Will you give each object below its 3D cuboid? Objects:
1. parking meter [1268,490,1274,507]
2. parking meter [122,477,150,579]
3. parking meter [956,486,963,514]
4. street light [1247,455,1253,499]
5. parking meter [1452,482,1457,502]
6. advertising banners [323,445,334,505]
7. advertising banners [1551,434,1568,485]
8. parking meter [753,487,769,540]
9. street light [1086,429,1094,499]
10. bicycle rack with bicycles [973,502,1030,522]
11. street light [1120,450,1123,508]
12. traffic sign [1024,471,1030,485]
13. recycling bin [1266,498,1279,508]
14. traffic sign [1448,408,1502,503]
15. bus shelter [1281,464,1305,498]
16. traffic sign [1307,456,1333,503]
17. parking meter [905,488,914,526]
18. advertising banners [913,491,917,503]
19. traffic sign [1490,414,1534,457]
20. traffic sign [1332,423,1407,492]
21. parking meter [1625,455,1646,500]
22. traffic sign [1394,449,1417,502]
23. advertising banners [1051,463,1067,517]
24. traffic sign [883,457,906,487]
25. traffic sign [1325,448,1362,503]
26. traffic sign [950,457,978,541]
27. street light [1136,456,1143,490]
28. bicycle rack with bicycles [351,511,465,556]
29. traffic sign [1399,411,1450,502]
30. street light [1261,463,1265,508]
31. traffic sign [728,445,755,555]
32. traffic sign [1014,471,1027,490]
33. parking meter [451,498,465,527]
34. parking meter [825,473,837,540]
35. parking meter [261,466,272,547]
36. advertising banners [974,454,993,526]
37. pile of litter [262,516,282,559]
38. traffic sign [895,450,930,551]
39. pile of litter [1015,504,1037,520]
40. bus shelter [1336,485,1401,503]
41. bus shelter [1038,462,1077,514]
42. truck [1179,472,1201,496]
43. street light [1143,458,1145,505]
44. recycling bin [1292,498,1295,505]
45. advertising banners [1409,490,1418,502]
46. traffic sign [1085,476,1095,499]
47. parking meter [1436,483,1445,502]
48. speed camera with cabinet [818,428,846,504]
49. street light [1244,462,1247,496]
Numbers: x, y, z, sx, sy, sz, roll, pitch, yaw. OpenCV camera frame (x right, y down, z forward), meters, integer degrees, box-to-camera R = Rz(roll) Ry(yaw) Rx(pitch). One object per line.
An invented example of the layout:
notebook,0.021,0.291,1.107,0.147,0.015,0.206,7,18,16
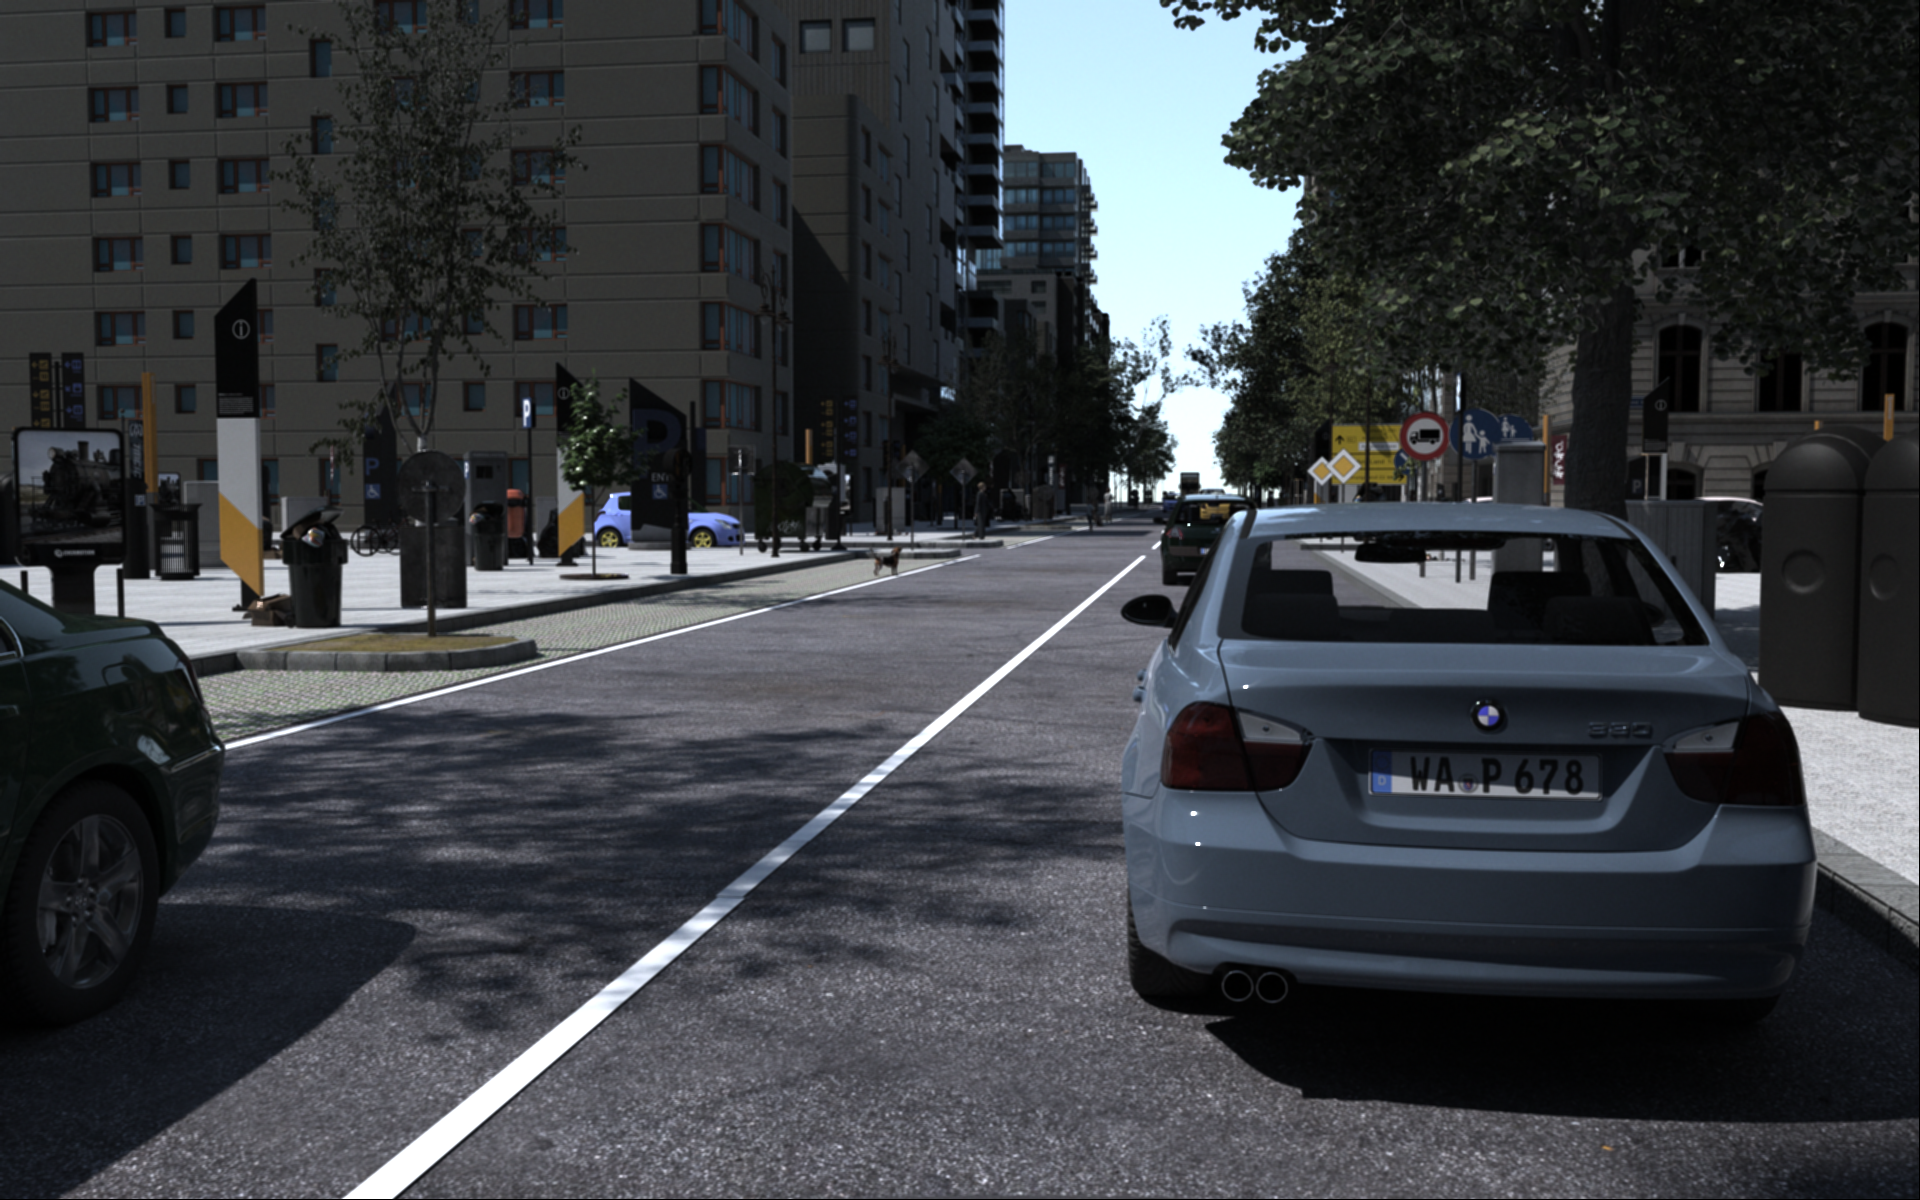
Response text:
parking meter,18.145,-5.664,101.011,0.372,1.533,0.369,0,3,0
parking meter,-12.466,-1.086,26.171,0.372,1.533,0.369,0,3,0
parking meter,-0.015,-6.539,112.615,0.399,1.863,0.255,-3,4,-39
street light,27.078,-11.473,160.373,0.468,5.910,1.993,1,4,8
parking meter,24.774,-4.941,86.488,0.399,1.863,0.255,-2,4,-33
advertising banners,-20.574,-3.687,56.465,0.090,3.025,2.074,-2,4,-27
advertising banners,18.209,-3.325,50.544,2.074,3.025,0.090,3,4,38
parking meter,-5.558,-2.614,48.450,0.399,1.863,0.255,1,4,20
street light,9.458,-9.206,123.307,0.468,5.910,1.993,1,4,8
bicycle rack with bicycles,2.073,-4.088,80.226,2.925,0.926,2.852,-3,4,-38
street light,14.742,-11.369,158.668,0.468,5.910,1.993,1,4,8
traffic sign,3.594,-5.911,96.753,0.768,2.556,0.104,1,4,12
recycling bin,18.636,-5.528,102.940,0.722,1.027,0.722,0,4,-3
traffic sign,7.654,-1.571,25.791,0.768,2.556,0.104,1,4,13
bus shelter,21.521,-7.435,112.840,1.731,3.624,6.357,1,4,8
traffic sign,9.539,-2.572,45.695,0.795,2.450,0.064,1,4,8
parking meter,-2.030,-3.712,69.096,0.372,1.533,0.369,0,3,0
advertising banners,-2.459,-5.800,91.025,2.074,3.025,0.090,1,4,18
traffic sign,8.727,-1.684,27.636,0.768,2.556,0.104,1,4,12
traffic sign,11.852,-3.439,50.098,2.265,3.308,0.079,1,4,18
parking meter,10.045,-1.241,26.007,0.399,1.863,0.255,-2,4,-24
traffic sign,12.052,-2.843,46.591,0.768,2.556,0.104,1,4,11
advertising banners,5.066,-6.234,98.112,2.074,3.025,0.090,-1,4,-9
traffic sign,-2.250,-3.672,60.045,0.884,2.594,0.081,1,4,15
traffic sign,8.357,-2.089,37.797,0.795,2.450,0.064,1,4,8
traffic sign,0.102,-2.659,47.122,0.795,2.450,0.064,1,4,8
street light,19.808,-13.485,193.261,0.468,5.910,1.993,1,4,8
bicycle rack with bicycles,-11.654,-1.451,37.103,2.925,0.926,2.852,-2,4,-26
traffic sign,7.146,-1.625,26.681,0.768,2.556,0.104,1,4,11
street light,21.918,-9.358,125.794,0.468,5.910,1.993,1,4,8
traffic sign,-4.597,-2.095,36.380,0.606,2.300,0.079,1,4,16
traffic sign,3.368,-5.890,96.408,0.768,2.556,0.104,1,4,15
parking meter,-11.821,-1.986,40.878,0.372,1.533,0.369,0,3,0
parking meter,-3.577,-2.602,48.253,0.399,1.863,0.255,-2,4,-27
parking meter,-14.387,-1.838,35.768,0.255,1.863,0.399,-1,4,-15
advertising banners,1.004,-4.559,70.727,0.090,3.025,2.074,2,4,24
pile of litter,-13.689,-1.249,34.379,1.719,0.858,1.176,-3,4,-37
traffic sign,-1.079,-2.176,39.224,0.795,2.450,0.064,1,4,8
pile of litter,3.083,-4.455,86.804,1.719,0.858,1.176,-1,4,-13
bus shelter,12.592,-3.646,53.531,2.014,3.302,5.546,1,4,8
bus shelter,6.362,-7.270,112.787,2.014,3.302,5.546,1,4,9
truck,30.106,-14.549,226.787,2.839,4.237,11.283,0,4,8
street light,21.847,-14.257,205.890,0.468,5.910,1.993,1,4,8
recycling bin,20.377,-5.735,106.317,0.722,1.027,0.722,-2,4,-35
advertising banners,16.692,-4.142,63.909,0.090,3.025,2.074,2,4,26
traffic sign,9.109,-7.425,121.504,0.768,2.556,0.104,1,4,13
parking meter,25.685,-5.313,92.571,0.399,1.863,0.255,2,4,23
speed camera with cabinet,-4.475,-3.534,52.117,2.038,3.252,0.660,2,4,24
street light,32.335,-13.609,195.287,0.468,5.910,1.993,1,4,8
